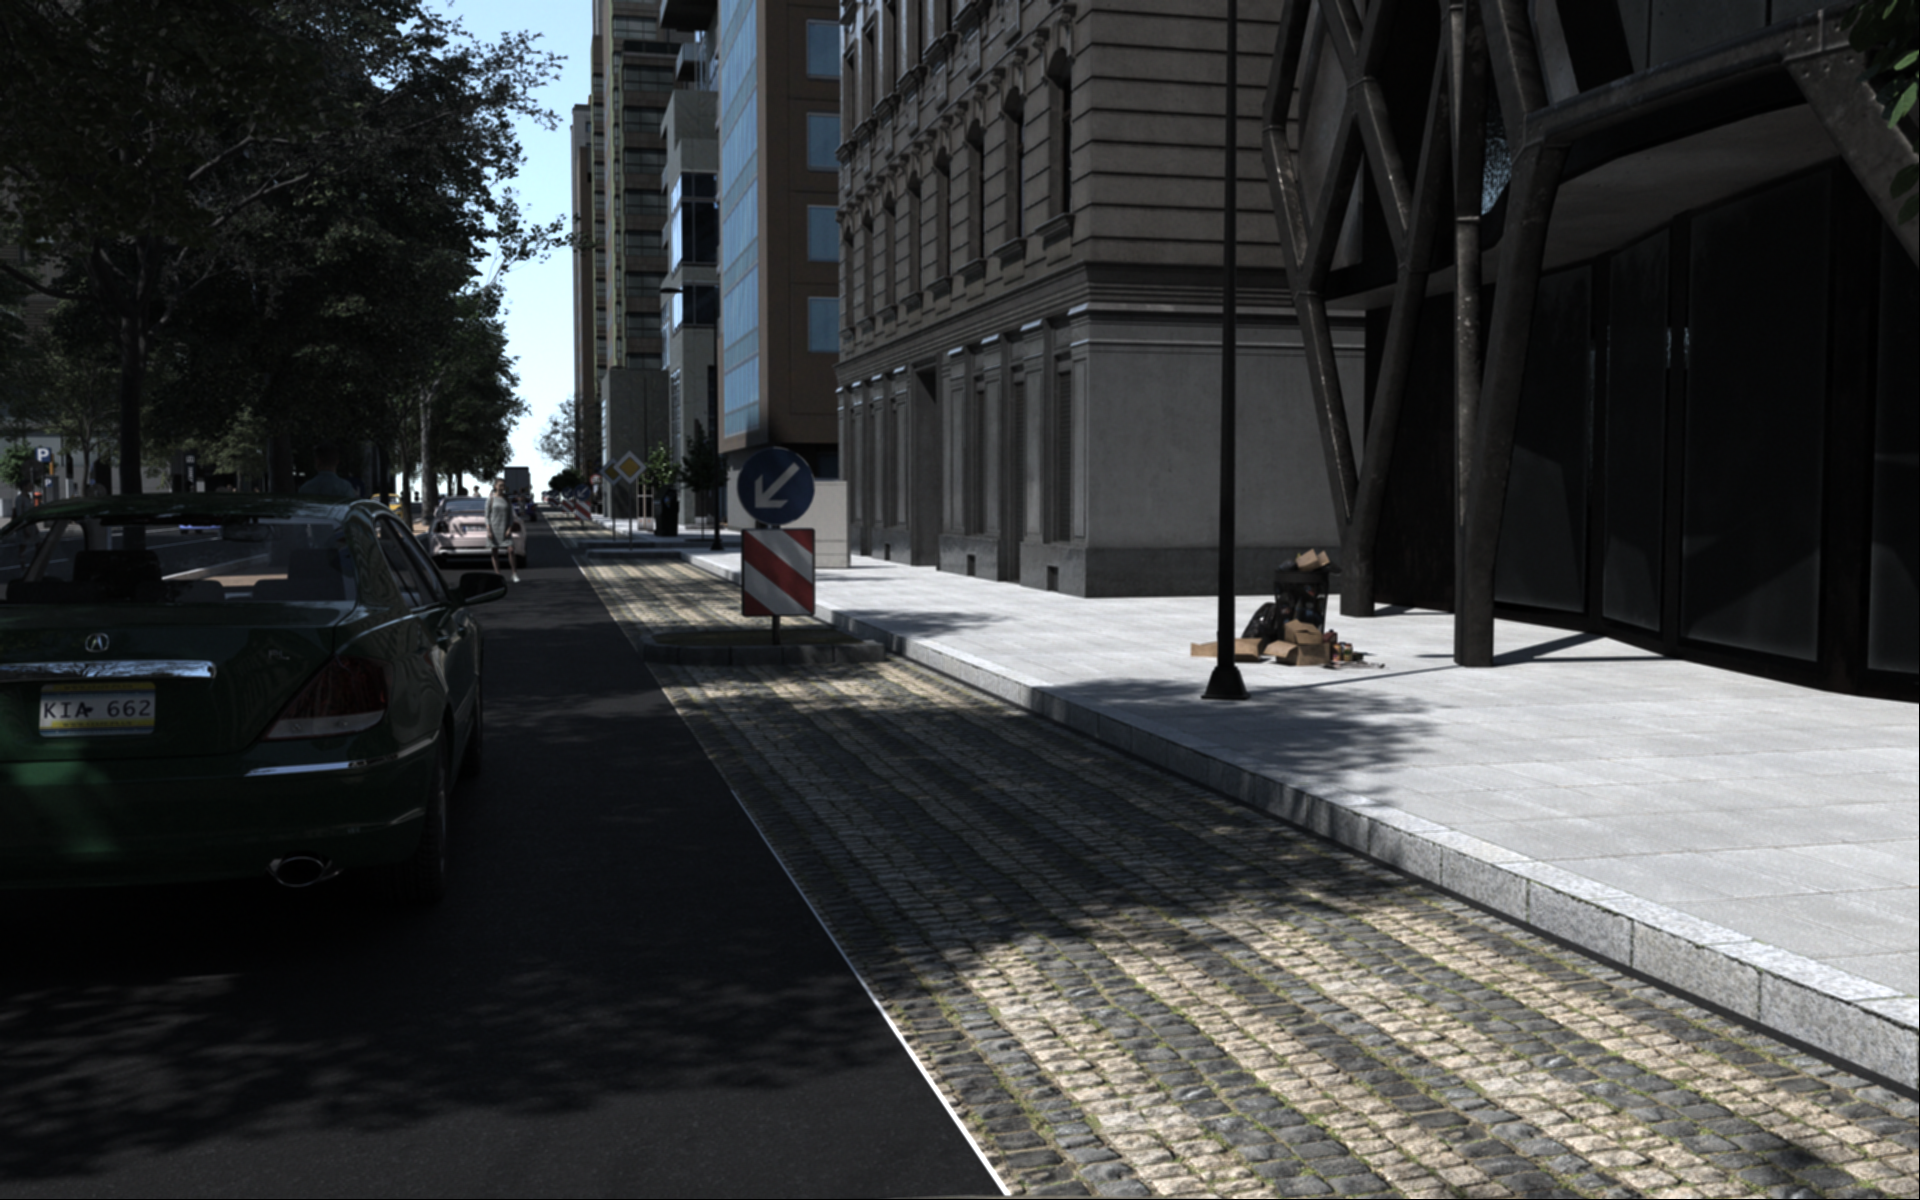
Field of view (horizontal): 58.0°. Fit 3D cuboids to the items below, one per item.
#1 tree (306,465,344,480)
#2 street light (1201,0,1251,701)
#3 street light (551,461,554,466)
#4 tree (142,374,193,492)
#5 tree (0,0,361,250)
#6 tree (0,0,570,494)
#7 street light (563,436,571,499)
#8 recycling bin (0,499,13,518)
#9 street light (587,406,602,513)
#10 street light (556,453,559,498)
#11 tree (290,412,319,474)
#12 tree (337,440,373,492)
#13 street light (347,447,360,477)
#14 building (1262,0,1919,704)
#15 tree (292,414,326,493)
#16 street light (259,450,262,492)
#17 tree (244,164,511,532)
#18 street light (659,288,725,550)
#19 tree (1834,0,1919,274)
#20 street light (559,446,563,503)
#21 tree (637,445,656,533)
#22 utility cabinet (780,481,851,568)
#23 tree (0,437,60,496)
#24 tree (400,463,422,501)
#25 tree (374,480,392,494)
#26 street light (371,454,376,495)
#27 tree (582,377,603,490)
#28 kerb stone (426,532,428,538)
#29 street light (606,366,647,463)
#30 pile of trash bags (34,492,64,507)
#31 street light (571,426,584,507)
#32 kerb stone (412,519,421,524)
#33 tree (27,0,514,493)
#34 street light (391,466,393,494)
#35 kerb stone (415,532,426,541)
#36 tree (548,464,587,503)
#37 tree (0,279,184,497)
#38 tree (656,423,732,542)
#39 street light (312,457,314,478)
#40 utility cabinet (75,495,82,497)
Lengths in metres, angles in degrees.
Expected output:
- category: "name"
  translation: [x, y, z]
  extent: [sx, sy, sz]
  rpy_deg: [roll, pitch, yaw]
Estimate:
- category: "tree"
  translation: [-58.886, -10.820, 160.614]
  extent: [4.285, 4.588, 4.351]
  rpy_deg: [0, 3, 0]
- category: "street light"
  translation: [1.149, -2.329, 10.620]
  extent: [1.470, 5.913, 1.316]
  rpy_deg: [-1, 4, -14]
- category: "street light"
  translation: [-50.392, -15.013, 218.001]
  extent: [1.470, 5.913, 1.316]
  rpy_deg: [-1, 4, -14]
- category: "tree"
  translation: [-46.317, -9.210, 100.946]
  extent: [4.737, 8.622, 4.395]
  rpy_deg: [0, 3, 0]
- category: "tree"
  translation: [-7.617, -5.530, 11.002]
  extent: [7.486, 12.596, 7.792]
  rpy_deg: [0, 3, 0]
- category: "tree"
  translation: [-9.958, -6.587, 20.520]
  extent: [12.009, 13.543, 11.850]
  rpy_deg: [0, 3, 0]
- category: "street light"
  translation: [-30.665, -10.136, 138.271]
  extent: [1.470, 5.913, 1.316]
  rpy_deg: [-1, 4, -14]
- category: "recycling bin"
  translation: [-52.083, -4.994, 94.213]
  extent: [0.722, 1.027, 0.722]
  rpy_deg: [1, 4, 15]
- category: "street light"
  translation: [-18.833, -7.248, 91.044]
  extent: [1.470, 5.913, 1.316]
  rpy_deg: [-1, 4, -14]
- category: "street light"
  translation: [-44.476, -13.564, 194.308]
  extent: [1.470, 5.913, 1.316]
  rpy_deg: [-1, 4, -14]
- category: "tree"
  translation: [-50.622, -11.035, 130.780]
  extent: [4.360, 8.622, 3.978]
  rpy_deg: [0, 3, 0]
- category: "tree"
  translation: [-62.890, -14.047, 180.023]
  extent: [4.360, 8.622, 3.978]
  rpy_deg: [0, 3, 0]
- category: "street light"
  translation: [-60.377, -12.221, 172.358]
  extent: [1.470, 5.913, 1.316]
  rpy_deg: [-1, 4, -14]
- category: "building"
  translation: [11.831, -8.922, 13.324]
  extent: [16.820, 18.784, 16.811]
  rpy_deg: [-1, 4, -14]
- category: "tree"
  translation: [-51.607, -11.328, 135.571]
  extent: [4.737, 8.622, 4.395]
  rpy_deg: [0, 3, 0]
- category: "street light"
  translation: [-46.527, -8.810, 116.591]
  extent: [1.470, 5.913, 1.316]
  rpy_deg: [-1, 4, -14]
- category: "tree"
  translation: [-18.095, -7.691, 53.962]
  extent: [9.928, 11.665, 9.643]
  rpy_deg: [0, 3, 0]
- category: "street light"
  translation: [-6.073, -4.080, 39.253]
  extent: [1.470, 5.913, 1.316]
  rpy_deg: [-1, 4, -14]
- category: "tree"
  translation: [3.383, -1.224, 3.723]
  extent: [4.285, 4.588, 4.351]
  rpy_deg: [0, 3, 0]
- category: "street light"
  translation: [-37.471, -11.842, 166.153]
  extent: [1.470, 5.913, 1.316]
  rpy_deg: [-1, 4, -14]
- category: "tree"
  translation: [-10.129, -3.883, 58.089]
  extent: [1.663, 3.219, 1.824]
  rpy_deg: [0, 3, 0]
- category: "utility cabinet"
  translation: [-2.488, -1.295, 29.851]
  extent: [1.173, 1.500, 0.318]
  rpy_deg: [0, 4, 8]
- category: "tree"
  translation: [-53.666, -7.087, 99.590]
  extent: [4.285, 4.588, 4.351]
  rpy_deg: [0, 3, 0]
- category: "tree"
  translation: [-84.597, -19.380, 267.220]
  extent: [4.360, 8.622, 3.978]
  rpy_deg: [0, 3, 0]
- category: "tree"
  translation: [-73.244, -13.762, 219.608]
  extent: [1.663, 3.219, 1.824]
  rpy_deg: [0, 3, 0]
- category: "street light"
  translation: [-66.724, -13.803, 198.227]
  extent: [1.470, 5.913, 1.316]
  rpy_deg: [-1, 4, -14]
- category: "tree"
  translation: [-20.531, -9.322, 102.784]
  extent: [4.360, 8.622, 3.978]
  rpy_deg: [0, 3, 0]
- category: "kerb stone"
  translation: [-17.236, -2.037, 55.498]
  extent: [0.120, 0.150, 1.000]
  rpy_deg: [-1, 4, -14]
- category: "street light"
  translation: [-11.948, -5.522, 62.834]
  extent: [1.470, 5.913, 1.316]
  rpy_deg: [-1, 4, -14]
- category: "pile of trash bags"
  translation: [-50.541, -5.321, 96.744]
  extent: [3.447, 1.369, 1.912]
  rpy_deg: [2, 4, 23]
- category: "street light"
  translation: [-25.824, -8.971, 119.212]
  extent: [1.470, 5.913, 1.316]
  rpy_deg: [-1, 4, -14]
- category: "kerb stone"
  translation: [-26.935, -3.887, 85.833]
  extent: [0.120, 0.150, 1.000]
  rpy_deg: [-1, 4, -14]
- category: "tree"
  translation: [-13.308, -7.623, 33.756]
  extent: [9.857, 13.997, 8.962]
  rpy_deg: [0, 3, 0]
- category: "street light"
  translation: [-73.596, -15.508, 226.094]
  extent: [1.470, 5.913, 1.316]
  rpy_deg: [-1, 4, -14]
- category: "kerb stone"
  translation: [-16.991, -1.976, 54.506]
  extent: [0.120, 0.150, 1.000]
  rpy_deg: [-1, 4, -14]
- category: "tree"
  translation: [-42.265, -12.521, 188.424]
  extent: [4.285, 4.588, 4.351]
  rpy_deg: [0, 3, 0]
- category: "tree"
  translation: [-36.454, -8.437, 72.353]
  extent: [7.601, 10.594, 8.767]
  rpy_deg: [0, 4, -6]
- category: "tree"
  translation: [-7.108, -3.204, 46.987]
  extent: [1.663, 3.219, 1.824]
  rpy_deg: [0, 3, 0]
- category: "street light"
  translation: [-53.385, -10.515, 144.460]
  extent: [1.470, 5.913, 1.316]
  rpy_deg: [-1, 4, -14]
- category: "utility cabinet"
  translation: [-45.068, -4.743, 88.702]
  extent: [0.306, 1.237, 1.020]
  rpy_deg: [-3, 4, -37]
